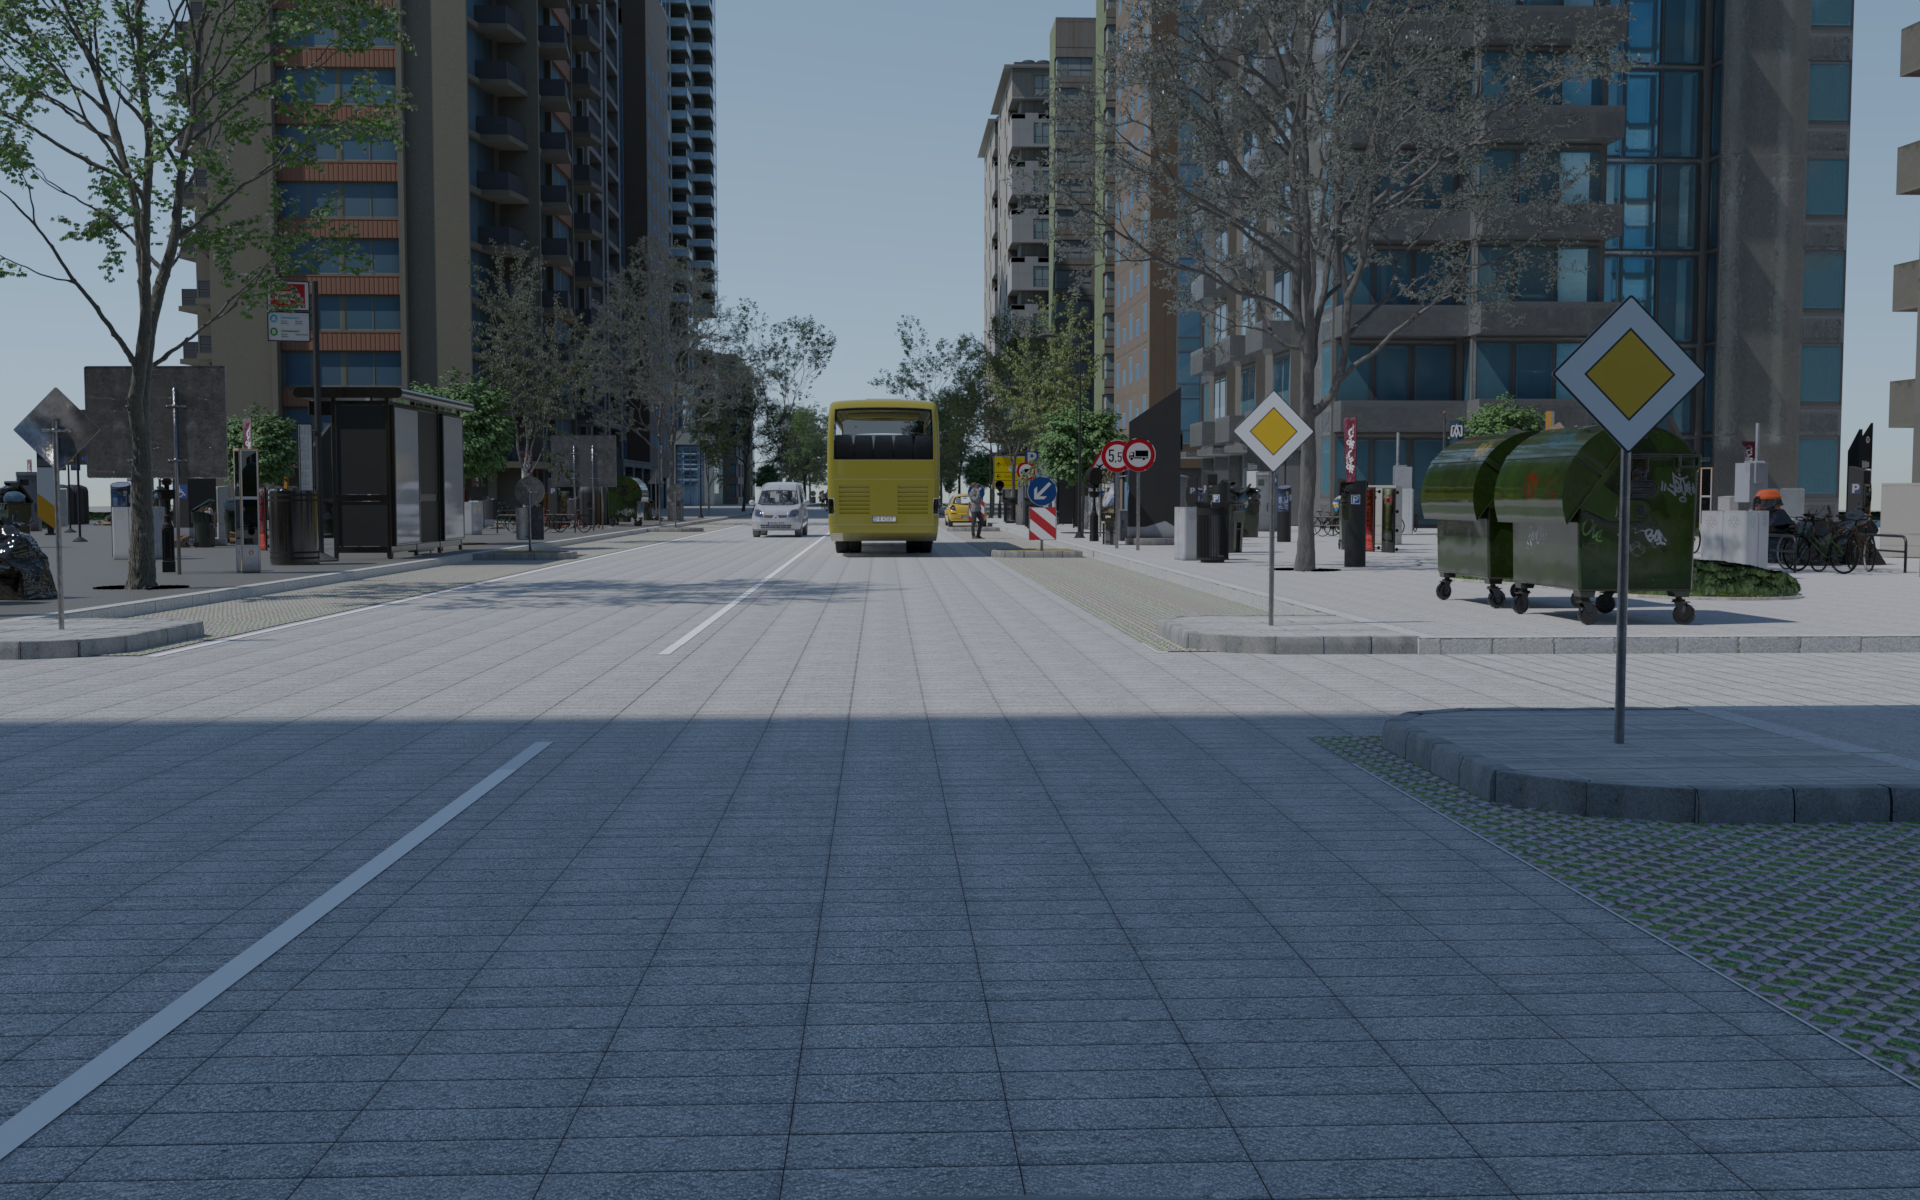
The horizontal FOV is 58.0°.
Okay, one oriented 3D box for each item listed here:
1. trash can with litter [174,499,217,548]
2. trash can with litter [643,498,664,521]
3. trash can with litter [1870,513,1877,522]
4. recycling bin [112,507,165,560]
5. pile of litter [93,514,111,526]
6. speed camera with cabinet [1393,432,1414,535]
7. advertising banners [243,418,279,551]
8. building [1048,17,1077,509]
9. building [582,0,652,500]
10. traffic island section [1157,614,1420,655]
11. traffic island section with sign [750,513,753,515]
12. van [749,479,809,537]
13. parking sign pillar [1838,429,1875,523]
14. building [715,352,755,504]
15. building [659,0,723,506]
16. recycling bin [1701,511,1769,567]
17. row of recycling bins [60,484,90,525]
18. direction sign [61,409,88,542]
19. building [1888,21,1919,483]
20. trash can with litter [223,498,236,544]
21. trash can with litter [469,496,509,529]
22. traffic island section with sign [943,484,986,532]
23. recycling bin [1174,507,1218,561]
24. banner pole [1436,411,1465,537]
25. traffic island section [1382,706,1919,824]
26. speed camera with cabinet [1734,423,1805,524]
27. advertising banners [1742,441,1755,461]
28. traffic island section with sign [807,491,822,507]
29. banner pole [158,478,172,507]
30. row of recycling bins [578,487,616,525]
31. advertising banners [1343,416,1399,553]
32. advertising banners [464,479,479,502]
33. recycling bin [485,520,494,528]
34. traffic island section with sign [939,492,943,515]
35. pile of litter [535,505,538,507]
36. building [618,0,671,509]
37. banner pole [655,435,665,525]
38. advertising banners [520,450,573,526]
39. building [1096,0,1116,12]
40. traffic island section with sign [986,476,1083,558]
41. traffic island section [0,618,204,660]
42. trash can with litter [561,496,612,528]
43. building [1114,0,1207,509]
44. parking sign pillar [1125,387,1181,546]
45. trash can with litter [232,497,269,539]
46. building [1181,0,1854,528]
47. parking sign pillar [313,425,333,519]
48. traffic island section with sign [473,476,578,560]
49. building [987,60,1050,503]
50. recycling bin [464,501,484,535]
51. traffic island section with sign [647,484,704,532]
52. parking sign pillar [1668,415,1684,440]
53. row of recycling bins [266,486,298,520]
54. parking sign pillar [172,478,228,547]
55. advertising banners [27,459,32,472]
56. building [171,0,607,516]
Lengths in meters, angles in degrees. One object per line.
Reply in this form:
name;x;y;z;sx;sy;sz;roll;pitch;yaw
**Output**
trash can with litter;-18.364;-1.841;41.481;1.055;1.170;0.624;-1;4;-9
trash can with litter;-14.887;-4.425;83.738;1.055;1.170;0.624;-3;4;-37
trash can with litter;40.472;-4.110;78.252;2.233;1.210;1.678;-1;4;-8
recycling bin;-16.137;-1.314;34.045;0.722;1.027;0.722;0;4;3
pile of litter;-34.523;-3.470;70.697;1.719;0.858;1.176;1;4;20
speed camera with cabinet;14.082;-3.706;54.934;0.660;3.252;2.038;1;4;13
advertising banners;-15.861;-2.639;39.338;0.090;3.025;2.074;-3;5;-43
building;14.692;-28.710;153.005;14.154;41.232;14.086;0;4;-3
building;-34.092;-42.216;128.487;20.563;71.187;20.611;0;4;-3
traffic island section;3.054;0.329;16.908;2.009;0.180;2.903;0;4;-3
traffic island section with sign;-13.045;-6.589;116.352;1.989;1.847;2.006;0;4;-3
van;-6.090;-3.168;58.800;2.013;2.044;4.112;0;4;-1
parking sign pillar;37.526;-5.134;72.420;1.447;3.967;1.447;1;4;9
building;-41.911;-23.387;227.422;27.650;21.520;28.899;0;4;-3
building;-37.873;-53.994;195.471;22.319;86.520;31.000;0;4;-3
recycling bin;11.697;-0.832;26.157;0.722;1.027;0.722;-3;5;-39
row of recycling bins;-37.868;-4.052;73.356;1.069;1.692;3.534;0;4;-5
direction sign;-23.677;-3.333;46.498;0.876;3.537;0.379;1;4;16
building;32.206;-25.089;33.912;21.600;48.544;21.300;0;4;-3
trash can with litter;-18.735;-2.050;44.901;0.624;1.170;1.055;-2;4;-29
trash can with litter;-17.708;-3.242;64.071;2.233;1.210;1.678;0;4;7
traffic island section with sign;0.483;-3.552;66.699;1.989;1.847;2.006;0;4;-3
recycling bin;4.600;-1.291;33.663;0.722;1.027;0.722;0;4;-8
banner pole;14.753;-3.794;52.042;0.863;3.779;0.401;3;5;41
traffic island section;3.414;0.816;8.931;2.009;0.180;2.903;0;4;-3
speed camera with cabinet;22.797;-3.328;48.742;2.038;3.252;0.660;-1;4;-21
advertising banners;26.898;-3.760;57.666;2.074;3.025;0.090;-1;4;-12
traffic island section with sign;-16.748;-11.615;198.540;1.989;1.847;2.006;0;4;-3
banner pole;-23.026;-3.674;50.089;0.863;3.779;0.401;2;4;35
row of recycling bins;-15.115;-3.992;72.375;1.069;1.692;3.534;0;4;2
advertising banners;9.094;-2.585;38.454;0.090;3.025;2.074;-1;4;-22
advertising banners;-17.562;-3.982;61.288;0.090;3.025;2.074;1;4;19
recycling bin;-18.312;-3.280;66.182;0.722;1.027;0.722;3;4;38
traffic island section with sign;-1.763;-6.601;116.551;1.989;1.847;2.006;0;4;-3
pile of litter;-18.703;-3.786;75.858;1.719;0.858;1.176;-1;4;-15
building;-32.472;-30.378;146.792;14.600;45.320;14.200;0;4;-3
banner pole;-12.626;-5.078;73.036;0.401;3.779;0.863;0;4;2
advertising banners;-16.611;-4.484;69.507;2.074;3.025;0.090;-1;4;-22
building;15.720;-26.362;114.612;14.154;41.232;14.086;0;4;-3
traffic island section with sign;1.703;-1.892;39.559;1.989;1.847;2.006;0;4;-3
traffic island section;-8.525;0.360;16.393;2.009;0.180;2.903;0;4;-3
trash can with litter;-14.177;-3.291;64.870;2.233;1.210;1.678;1;4;16
building;16.804;-27.524;100.128;14.600;45.320;14.200;0;4;-3
parking sign pillar;4.902;-3.381;43.758;1.447;3.967;1.447;0;4;1
trash can with litter;-20.330;-2.328;49.119;2.233;1.210;1.678;-1;4;-16
building;22.752;-27.942;76.461;23.786;49.044;30.456;0;4;-3
parking sign pillar;-24.706;-4.786;66.718;1.447;3.967;1.447;1;4;9
traffic island section with sign;-9.505;-1.803;38.099;1.989;1.847;2.006;0;4;-3
building;18.820;-37.945;209.642;28.713;52.752;27.495;0;4;-3
recycling bin;-15.532;-2.569;54.559;0.722;1.027;0.722;1;4;9
traffic island section with sign;-10.761;-3.488;65.652;1.989;1.847;2.006;0;4;-3
parking sign pillar;24.141;-4.302;58.814;1.447;3.967;1.447;0;4;5
row of recycling bins;-33.757;-4.846;86.337;1.069;1.692;3.534;0;4;4
parking sign pillar;-18.984;-3.330;42.923;1.447;3.967;1.447;0;4;6
advertising banners;-47.491;-5.604;87.818;2.074;3.025;0.090;3;4;39
building;-33.773;-27.500;104.242;22.147;44.769;28.867;0;4;-3
